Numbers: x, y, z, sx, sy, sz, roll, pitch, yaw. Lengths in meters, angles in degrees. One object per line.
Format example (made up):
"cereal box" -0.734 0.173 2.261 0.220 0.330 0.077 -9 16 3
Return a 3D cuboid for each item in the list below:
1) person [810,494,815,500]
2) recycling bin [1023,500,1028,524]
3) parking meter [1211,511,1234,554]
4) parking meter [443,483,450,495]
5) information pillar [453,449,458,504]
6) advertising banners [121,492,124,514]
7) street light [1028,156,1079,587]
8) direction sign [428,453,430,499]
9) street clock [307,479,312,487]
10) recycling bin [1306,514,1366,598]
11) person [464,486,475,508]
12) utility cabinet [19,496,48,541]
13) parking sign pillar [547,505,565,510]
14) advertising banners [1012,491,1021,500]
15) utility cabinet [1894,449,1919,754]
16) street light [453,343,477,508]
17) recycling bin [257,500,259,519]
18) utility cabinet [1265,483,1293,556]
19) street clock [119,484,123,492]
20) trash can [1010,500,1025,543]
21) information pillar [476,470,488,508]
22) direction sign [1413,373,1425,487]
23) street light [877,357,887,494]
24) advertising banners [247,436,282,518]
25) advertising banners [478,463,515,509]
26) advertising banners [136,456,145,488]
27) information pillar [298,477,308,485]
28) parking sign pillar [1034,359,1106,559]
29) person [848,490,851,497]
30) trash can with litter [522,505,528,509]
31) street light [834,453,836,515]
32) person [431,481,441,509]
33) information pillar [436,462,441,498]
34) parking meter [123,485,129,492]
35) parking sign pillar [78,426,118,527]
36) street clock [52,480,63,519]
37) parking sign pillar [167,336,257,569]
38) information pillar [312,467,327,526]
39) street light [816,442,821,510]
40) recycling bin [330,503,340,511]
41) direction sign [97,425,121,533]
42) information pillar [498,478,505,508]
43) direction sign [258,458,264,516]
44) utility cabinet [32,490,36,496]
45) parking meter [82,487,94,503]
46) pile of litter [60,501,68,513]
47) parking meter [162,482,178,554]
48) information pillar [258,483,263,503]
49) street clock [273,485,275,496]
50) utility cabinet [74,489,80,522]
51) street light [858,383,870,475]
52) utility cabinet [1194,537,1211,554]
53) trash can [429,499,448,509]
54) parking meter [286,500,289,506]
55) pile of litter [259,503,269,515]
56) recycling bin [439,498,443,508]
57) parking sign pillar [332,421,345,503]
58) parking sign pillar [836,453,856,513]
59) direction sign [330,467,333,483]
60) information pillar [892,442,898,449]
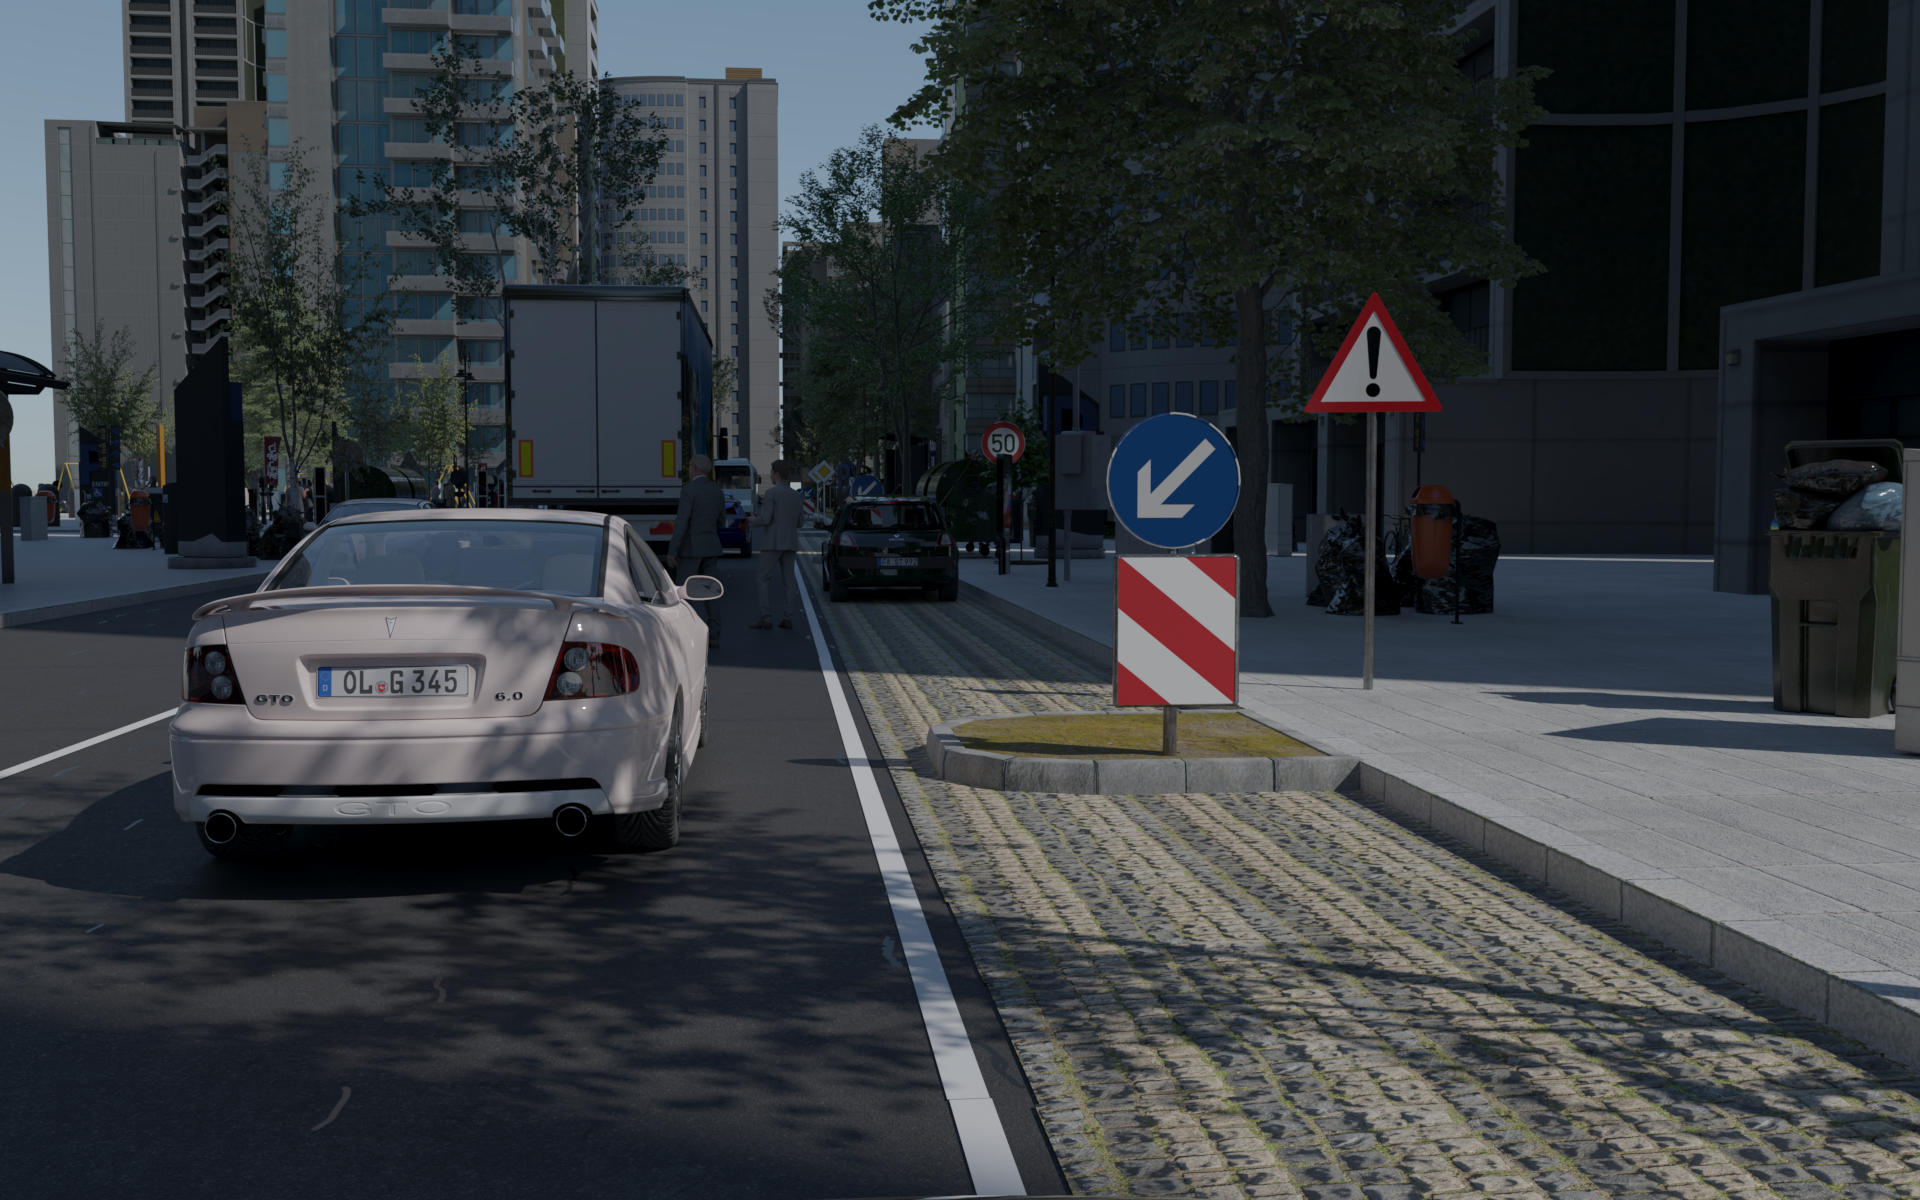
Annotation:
"person" -15.322 -10.584 179.828 1.217 1.736 0.721 -1 4 -22
"recycling bin" 2.415 -3.759 74.016 0.722 1.027 0.722 -3 4 -37
"parking meter" 3.196 -0.755 20.758 0.372 1.533 0.369 0 3 0
"parking meter" -24.988 -4.816 84.448 0.399 1.863 0.255 0 4 0
"information pillar" -26.219 -6.034 90.016 0.183 3.616 0.504 0 4 -3
"advertising banners" -55.337 -7.140 112.926 2.074 3.025 0.090 0 4 -2
"street light" 1.272 -3.119 23.787 0.468 5.910 1.993 0 4 -6
"direction sign" -29.518 -6.381 96.318 0.379 3.537 0.876 -1 4 -12
"street clock" -31.939 -4.898 84.646 0.471 2.002 0.358 -2 4 -35
"recycling bin" 4.719 -0.555 21.623 0.722 1.027 0.722 1 4 17
"person" -30.607 -6.223 108.140 0.624 1.780 0.694 3 5 39
"utility cabinet" -25.665 -2.252 47.985 0.306 1.237 1.020 0 4 -4
"parking sign pillar" -19.386 -5.776 82.906 1.447 3.967 1.447 1 4 21
"advertising banners" 1.608 -4.663 72.432 2.074 3.025 0.090 0 4 -3
"utility cabinet" 5.155 -0.001 8.700 1.173 1.500 0.318 -3 4 -37
"street light" -15.100 -4.905 52.989 0.468 5.910 1.993 0 4 -6
"recycling bin" -28.815 -3.526 70.205 0.722 1.027 0.722 -2 4 -24
"utility cabinet" 6.605 -1.664 35.887 0.318 1.500 1.173 0 4 -4
"street clock" -59.368 -7.222 122.652 0.358 2.002 0.471 -2 4 -23
"trash can" 1.357 -2.053 45.217 0.748 1.137 0.748 0 3 0
"information pillar" -14.678 -2.980 53.217 0.304 2.012 0.304 -1 4 -21
"direction sign" 8.559 -2.466 32.309 0.379 3.537 0.876 2 4 26
"street light" -2.523 -5.241 58.479 0.468 5.910 1.993 0 4 -6
"advertising banners" -21.355 -3.407 51.899 2.074 3.025 0.090 -3 4 -39
"advertising banners" -25.884 -6.156 96.838 2.074 3.025 0.090 -1 4 -12
"advertising banners" -36.806 -5.060 78.926 2.074 3.025 0.090 2 4 26
"information pillar" -28.716 -4.355 75.700 0.304 2.012 0.304 3 4 36
"parking sign pillar" 2.199 -2.823 34.628 1.447 3.967 1.447 -1 4 -16
"person" -5.190 -4.783 84.591 0.601 1.785 0.444 -2 4 -27
"trash can with litter" -29.025 -6.322 114.759 1.055 1.170 0.624 0 3 0
"street light" -7.662 -8.144 105.942 0.468 5.910 1.993 0 4 -6
"person" -20.926 -3.837 68.966 0.473 1.802 0.592 1 4 19
"information pillar" -37.093 -8.065 123.224 0.183 3.616 0.504 1 4 9
"parking meter" -56.210 -6.790 116.732 0.399 1.863 0.255 -2 4 -29
"parking sign pillar" -33.926 -4.875 68.172 1.447 3.967 1.447 -1 4 -14
"street clock" -47.266 -5.269 90.725 0.471 2.002 0.358 -3 4 -37
"parking sign pillar" -13.053 -2.548 30.133 1.447 3.967 1.447 2 4 30
"information pillar" -17.178 -2.568 46.477 0.304 2.012 0.304 -2 4 -26
"street light" -11.468 -10.281 140.878 0.468 5.910 1.993 0 4 -6
"recycling bin" -16.723 -2.118 47.181 0.722 1.027 0.722 -1 4 -11
"direction sign" -27.870 -3.963 56.789 0.876 3.537 0.379 1 4 18
"information pillar" -21.622 -4.721 81.675 0.304 2.012 0.304 -1 4 -17
"direction sign" -40.209 -6.587 99.698 0.379 3.537 0.876 -3 5 -44
"utility cabinet" -54.019 -5.596 100.179 1.173 1.500 0.318 1 4 18
"parking meter" -32.498 -3.436 64.590 0.372 1.533 0.369 0 3 0
"pile of litter" -59.236 -6.176 114.943 1.719 0.858 1.176 2 4 33
"parking meter" -16.826 -1.750 37.023 0.372 1.533 0.369 0 3 0
"information pillar" -47.983 -7.002 118.981 0.304 2.012 0.304 -2 4 -35
"street clock" -32.883 -4.775 82.640 0.358 2.002 0.471 -2 4 -30
"utility cabinet" -40.159 -4.314 79.219 0.318 1.500 1.173 -3 5 -41
"street light" -3.940 -6.022 71.242 0.468 5.910 1.993 0 4 -6
"utility cabinet" 4.311 -1.197 30.733 0.306 1.237 1.020 0 4 6
"trash can" -15.412 -2.402 50.926 0.748 1.137 0.748 0 3 0
"parking meter" -31.013 -4.394 80.248 0.372 1.533 0.369 0 3 0
"pile of litter" -43.891 -5.800 108.797 1.176 0.858 1.719 -1 4 -16
"recycling bin" -31.628 -5.715 105.987 0.722 1.027 0.722 0 4 -7
"parking sign pillar" -23.110 -4.659 64.645 1.447 3.967 1.447 -1 4 -13
"parking sign pillar" -7.348 -7.604 112.792 1.447 3.967 1.447 3 5 41
"direction sign" -45.127 -8.160 125.415 0.876 3.537 0.379 -2 4 -34
"information pillar" -2.744 -5.075 74.338 0.183 3.616 0.504 -2 4 -35
